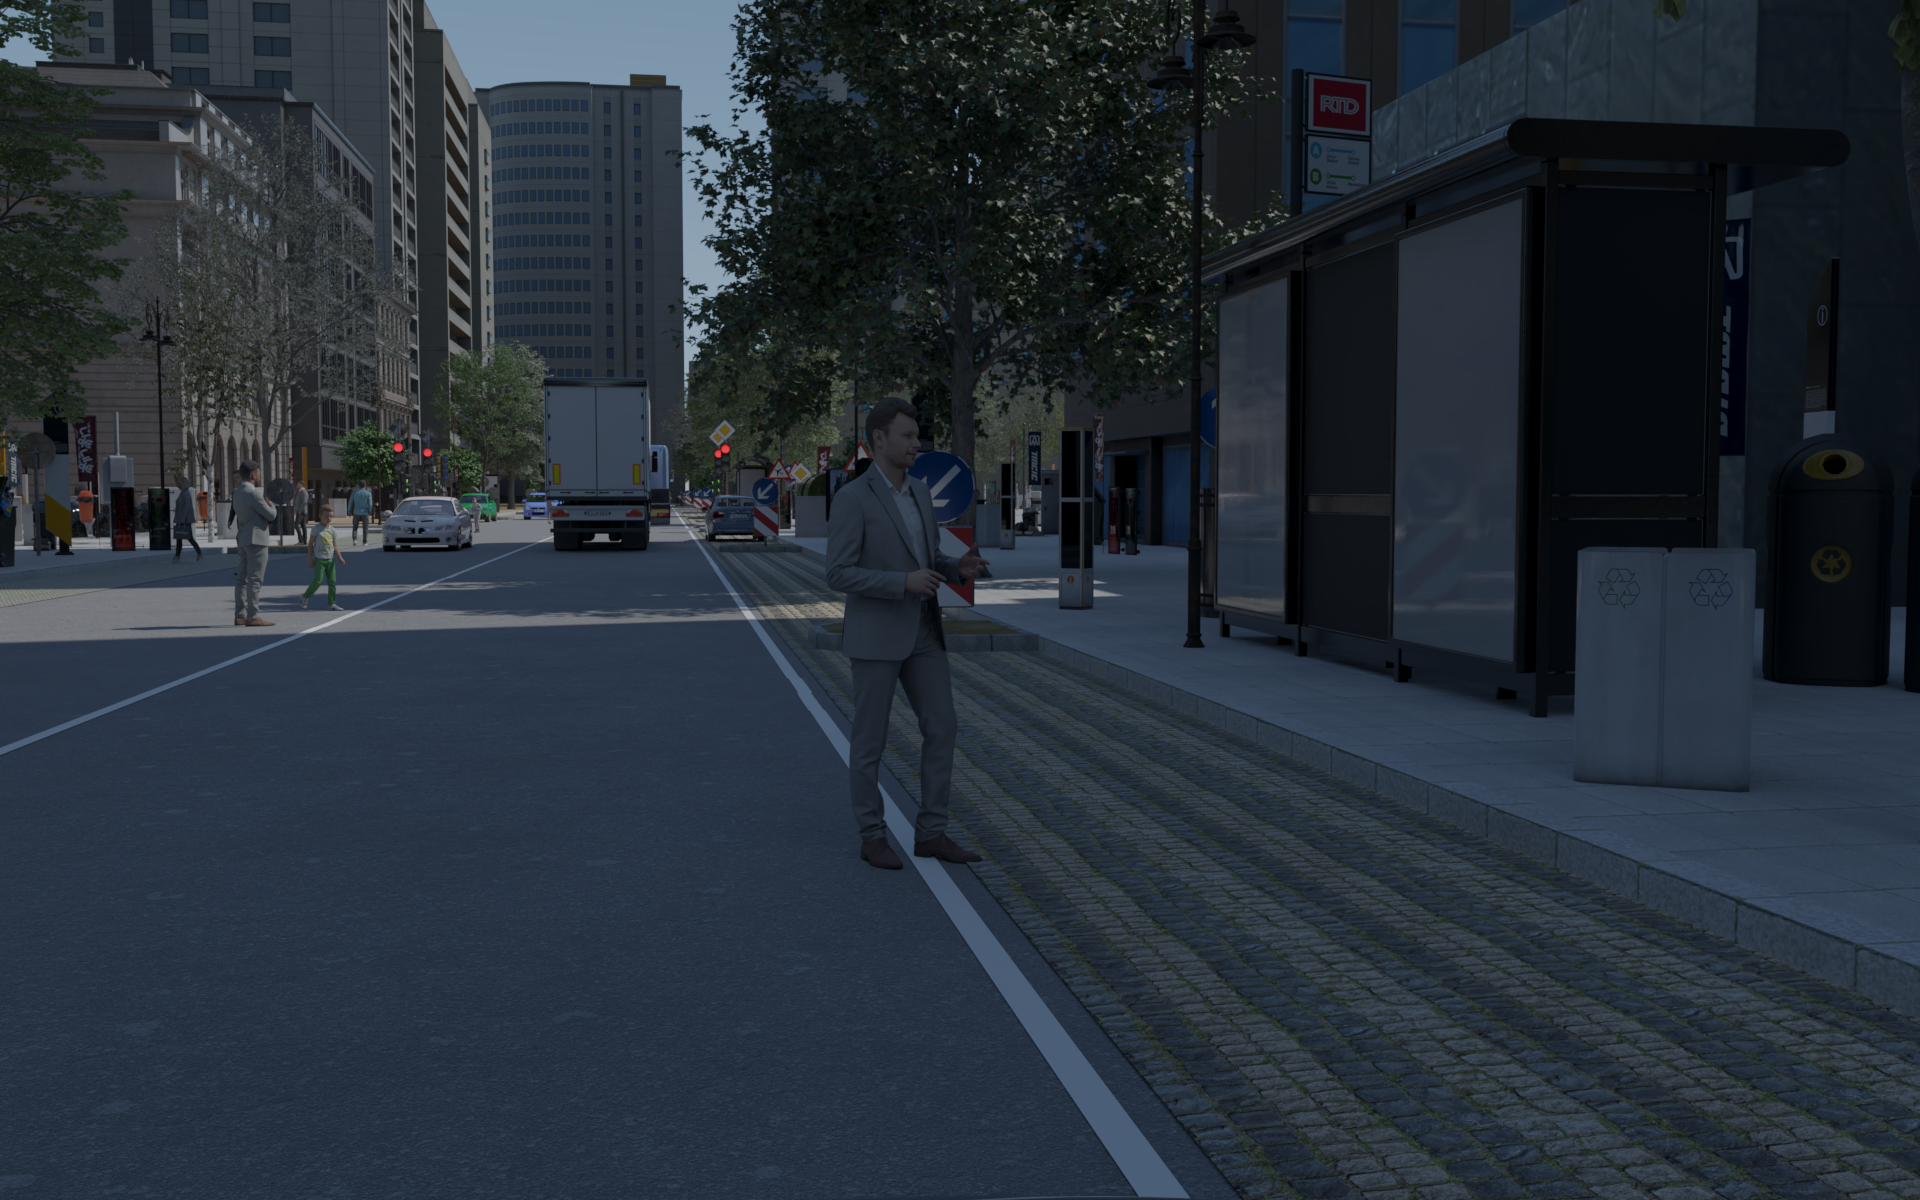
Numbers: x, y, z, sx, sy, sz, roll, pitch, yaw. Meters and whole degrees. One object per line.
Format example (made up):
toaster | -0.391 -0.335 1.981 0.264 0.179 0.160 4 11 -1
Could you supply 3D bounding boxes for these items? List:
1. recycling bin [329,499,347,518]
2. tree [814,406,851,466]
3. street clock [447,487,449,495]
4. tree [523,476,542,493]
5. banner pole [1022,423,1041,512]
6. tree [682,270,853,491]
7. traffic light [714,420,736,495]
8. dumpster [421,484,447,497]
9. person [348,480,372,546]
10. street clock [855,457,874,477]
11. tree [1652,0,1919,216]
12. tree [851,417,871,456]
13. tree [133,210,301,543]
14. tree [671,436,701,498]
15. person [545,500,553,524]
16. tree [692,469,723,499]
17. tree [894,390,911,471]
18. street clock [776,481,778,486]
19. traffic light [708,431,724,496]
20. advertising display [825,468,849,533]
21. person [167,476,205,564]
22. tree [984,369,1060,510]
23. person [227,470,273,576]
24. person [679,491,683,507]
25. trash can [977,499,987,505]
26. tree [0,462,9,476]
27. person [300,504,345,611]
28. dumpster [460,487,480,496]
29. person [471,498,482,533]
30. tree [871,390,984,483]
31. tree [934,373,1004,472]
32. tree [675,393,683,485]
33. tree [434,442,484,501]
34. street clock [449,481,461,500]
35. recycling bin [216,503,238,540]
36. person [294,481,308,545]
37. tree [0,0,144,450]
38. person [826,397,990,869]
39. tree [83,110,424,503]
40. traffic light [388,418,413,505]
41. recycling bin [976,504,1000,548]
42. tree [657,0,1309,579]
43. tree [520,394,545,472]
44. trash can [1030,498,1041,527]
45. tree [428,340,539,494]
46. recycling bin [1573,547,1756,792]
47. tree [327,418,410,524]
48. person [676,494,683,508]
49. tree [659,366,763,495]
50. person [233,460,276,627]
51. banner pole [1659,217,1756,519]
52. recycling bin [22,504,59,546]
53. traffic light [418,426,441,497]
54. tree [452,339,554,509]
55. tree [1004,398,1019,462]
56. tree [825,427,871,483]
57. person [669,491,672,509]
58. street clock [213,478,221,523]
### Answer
recycling bin | -33.766 -4.980 93.977 0.722 1.027 0.722 -3 5 -39
tree | -10.194 -11.638 140.650 4.360 8.622 3.978 0 3 0
street clock | -39.870 -7.990 135.214 0.358 2.002 0.471 0 4 5
tree | -39.627 -10.105 159.818 1.663 3.219 1.824 0 3 0
banner pole | 2.474 -4.342 61.003 0.863 3.779 0.401 -1 4 -12
tree | -8.454 -9.969 81.118 7.486 12.596 7.792 0 3 0
traffic light | -8.904 -4.689 65.587 0.839 4.253 0.868 -1 4 -10
dumpster | -30.483 -5.783 100.312 1.264 1.857 1.865 -1 4 -10
person | -16.584 -2.406 47.855 0.660 1.820 0.620 -1 4 -12
street clock | -1.838 -1.823 34.381 0.471 2.002 0.358 0 4 4
tree | 3.436 -3.396 5.893 4.737 8.622 4.395 0 3 0
tree | -5.285 -10.867 128.032 4.360 8.622 3.978 0 3 0
tree | -19.784 -5.835 45.772 4.360 8.622 3.978 0 3 0
tree | -31.705 -16.816 209.346 8.767 10.594 7.601 3 5 40
person | -19.502 -4.510 82.573 0.599 1.781 0.374 3 5 39
tree | -24.169 -11.236 167.415 4.285 4.588 4.351 0 3 0
tree | -3.690 -9.515 105.940 4.737 8.622 4.395 0 3 0
street clock | -9.138 -5.136 88.544 0.471 2.002 0.358 -1 4 -21
traffic light | -10.254 -5.170 73.458 0.839 4.253 0.868 -1 4 -10
advertising display | -3.030 -2.302 42.844 0.123 1.923 0.974 2 4 25
person | -15.869 -1.640 35.496 0.728 1.800 0.709 -2 4 -32
tree | 3.823 -8.980 97.182 4.360 8.622 3.978 0 3 0
person | -12.325 -1.317 29.812 0.659 1.850 0.755 1 4 19
person | -28.713 -10.339 178.093 0.434 1.755 0.990 0 4 5
trash can | 0.373 -2.173 47.179 0.748 1.137 0.748 0 3 0
tree | -31.233 -3.695 55.020 1.663 3.219 1.824 0 3 0
person | -7.843 -0.521 21.271 0.590 1.304 0.306 1 4 19
dumpster | -34.672 -7.135 122.410 1.264 1.857 1.865 -1 4 -10
person | -17.970 -3.155 64.360 0.425 1.301 0.394 0 4 -2
tree | -1.771 -8.831 94.747 4.360 8.622 3.978 0 3 0
tree | 0.281 -13.782 143.465 7.486 12.596 7.792 0 3 0
tree | -14.082 -11.732 109.945 7.486 12.596 7.792 0 3 0
tree | -31.551 -7.678 109.254 4.285 4.588 4.351 0 3 0
street clock | -27.821 -5.577 95.748 0.358 2.002 0.471 1 4 19
recycling bin | -20.679 -2.246 49.273 0.722 1.027 0.722 -3 4 -38
person | -18.399 -2.423 48.295 0.473 1.802 0.592 0 4 -5
tree | -17.879 -6.743 28.375 7.486 12.596 7.792 0 3 0
person | -0.188 0.126 6.632 0.583 1.804 0.606 2 4 35
tree | -21.954 -8.837 54.862 12.009 13.543 11.850 0 3 0
traffic light | -20.543 -4.566 63.582 0.839 4.253 0.868 -1 4 -10
recycling bin | 0.690 -1.798 41.944 0.722 1.027 0.722 -2 4 -34
tree | 0.110 -6.686 26.332 9.611 12.733 9.660 0 3 0
tree | -44.528 -17.024 188.718 12.009 13.543 11.850 0 3 0
trash can | 3.093 -3.469 68.369 0.748 1.137 0.748 0 3 0
tree | -31.955 -11.657 116.346 9.928 11.665 9.643 0 3 0
recycling bin | 3.202 0.287 7.869 0.722 1.027 0.722 2 4 24
tree | -25.385 -5.552 74.492 4.285 4.588 4.351 0 3 0
person | -28.534 -10.058 176.139 0.628 1.438 0.799 2 4 30
tree | -18.015 -13.682 134.063 12.009 13.543 11.850 0 3 0
person | -7.657 -0.623 18.871 0.511 1.800 0.466 2 4 29
banner pole | 5.988 -1.474 14.113 0.863 3.779 0.401 3 5 40
recycling bin | -22.824 -1.873 43.175 0.722 1.027 0.722 0 4 2
traffic light | -21.893 -5.048 71.452 0.839 4.253 0.868 -1 4 -10
tree | -37.394 -14.517 144.001 9.857 13.997 8.962 0 3 0
tree | 4.850 -10.535 122.607 4.737 8.622 4.395 0 3 0
tree | -3.129 -3.375 49.782 1.663 3.219 1.824 0 3 0
person | -28.579 -9.861 170.518 0.721 1.735 1.217 -1 4 -22
street clock | -33.438 -4.490 77.975 0.358 2.002 0.471 -1 4 -21
